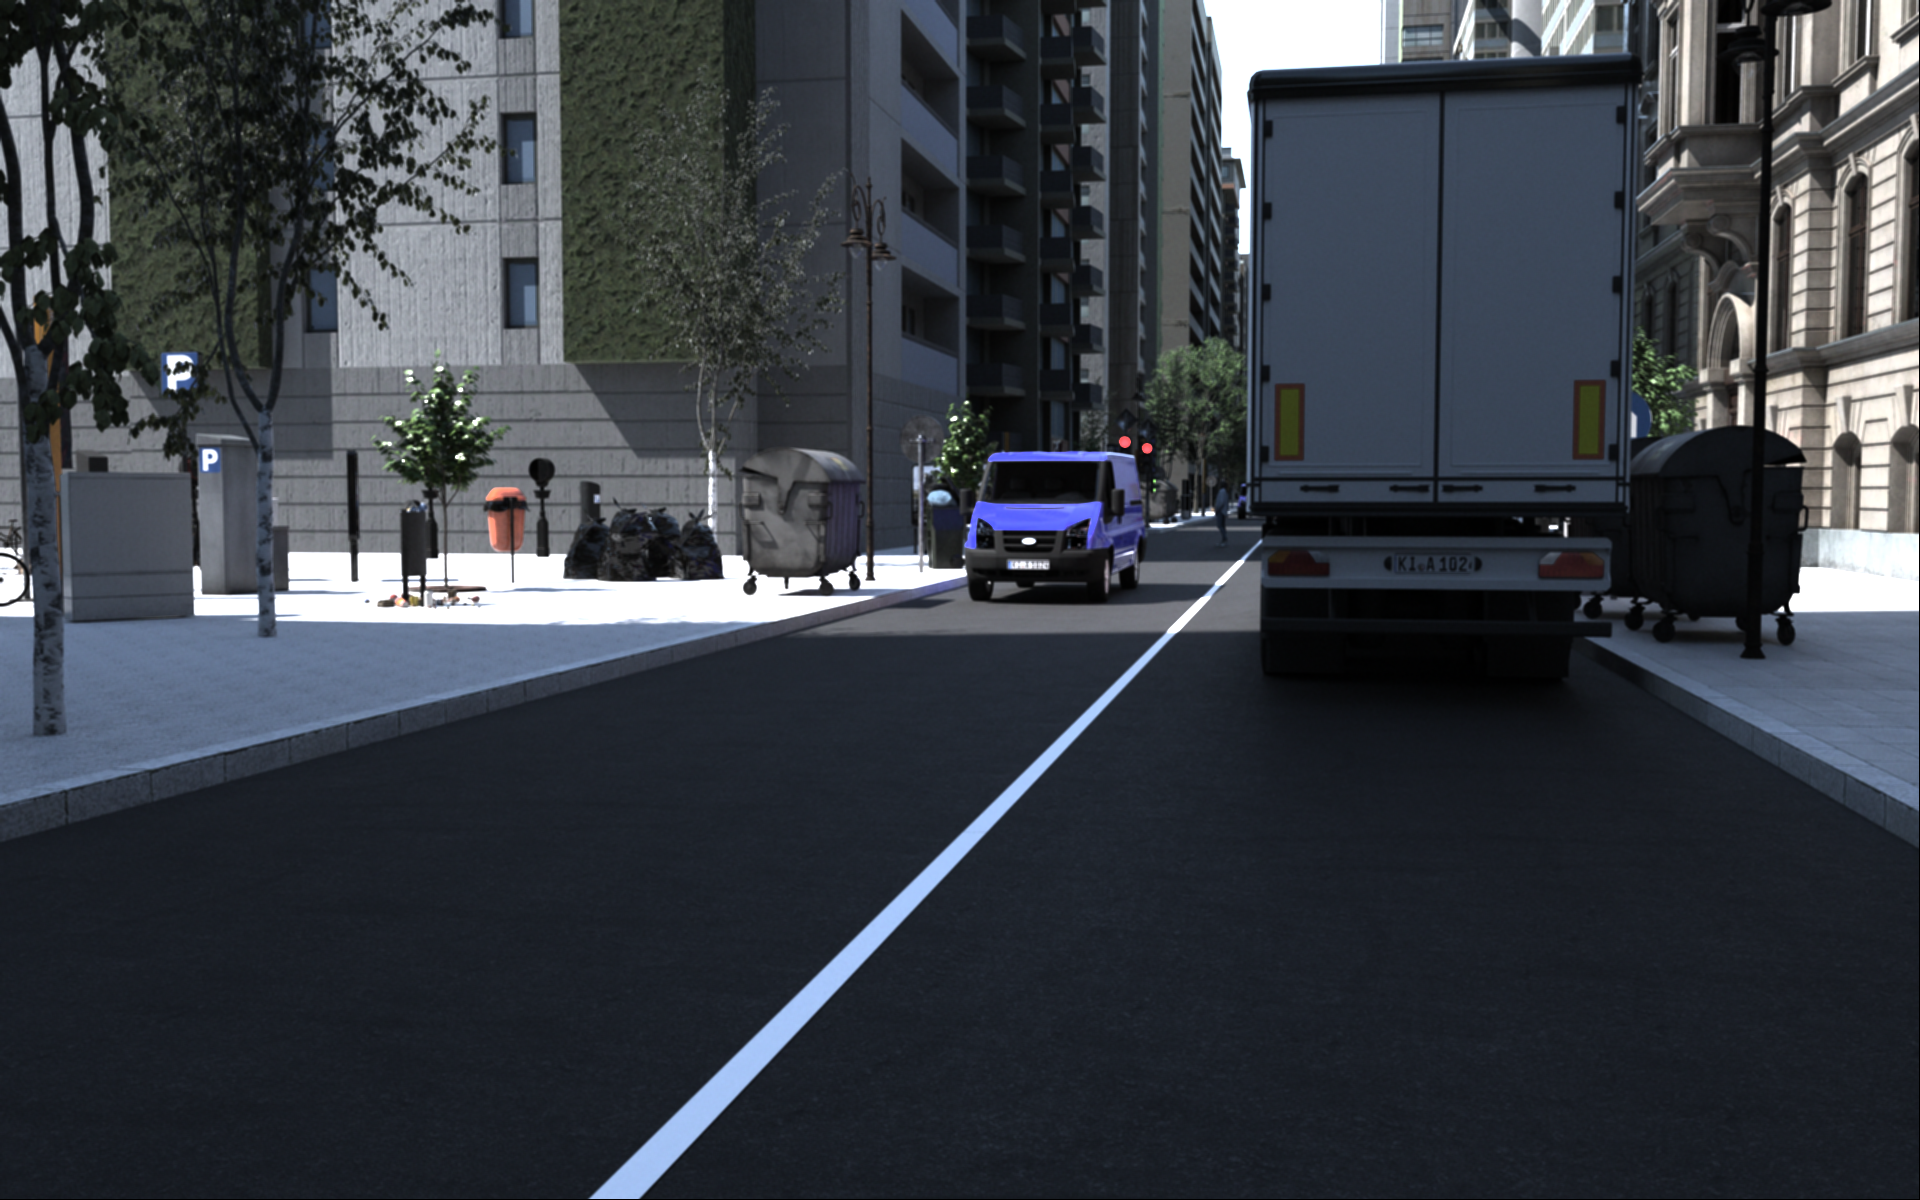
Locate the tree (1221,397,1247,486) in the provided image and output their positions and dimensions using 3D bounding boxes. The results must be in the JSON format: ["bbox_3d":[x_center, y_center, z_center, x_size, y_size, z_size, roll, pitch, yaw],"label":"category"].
[{"bbox_3d":[36.212,-18.762,213.410,9.857,13.997,8.962,0,3,0],"label":"tree"}]

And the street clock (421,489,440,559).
[{"bbox_3d":[-10.486,-1.820,34.324,0.358,2.002,0.471,2,4,35],"label":"street clock"}]

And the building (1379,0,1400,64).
[{"bbox_3d":[56.650,-39.678,190.740,21.231,58.520,28.212,1,4,11],"label":"building"}]

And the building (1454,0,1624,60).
[{"bbox_3d":[47.864,-26.221,120.586,32.217,40.220,23.993,1,4,11],"label":"building"}]

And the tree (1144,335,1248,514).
[{"bbox_3d":[15.523,-11.414,112.369,9.928,11.665,9.643,0,3,0],"label":"tree"}]

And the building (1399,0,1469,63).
[{"bbox_3d":[42.801,-28.021,141.737,14.154,41.232,14.086,1,4,11],"label":"building"}]

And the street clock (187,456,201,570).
[{"bbox_3d":[-12.693,-1.504,29.160,0.358,2.002,0.471,1,4,13],"label":"street clock"}]

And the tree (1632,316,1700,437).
[{"bbox_3d":[10.515,-2.773,29.050,4.285,4.588,4.351,0,3,0],"label":"tree"}]

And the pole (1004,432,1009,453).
[{"bbox_3d":[1.538,-3.857,56.898,0.158,3.312,0.155,0,3,0],"label":"pole"}]

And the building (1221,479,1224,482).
[{"bbox_3d":[13.624,-30.849,196.268,32.217,40.220,23.993,1,4,11],"label":"building"}]

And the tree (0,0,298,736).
[{"bbox_3d":[-4.983,-3.574,8.797,4.737,8.622,4.395,0,3,0],"label":"tree"}]

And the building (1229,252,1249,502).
[{"bbox_3d":[40.867,-36.918,287.200,14.154,41.232,14.086,1,4,11],"label":"building"}]

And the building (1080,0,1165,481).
[{"bbox_3d":[7.311,-27.131,127.192,14.154,41.232,14.086,1,4,11],"label":"building"}]

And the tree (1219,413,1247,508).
[{"bbox_3d":[20.173,-11.212,133.683,4.360,8.622,3.978,0,3,0],"label":"tree"}]

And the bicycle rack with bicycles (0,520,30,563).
[{"bbox_3d":[-18.747,-1.324,35.029,2.852,0.926,2.925,1,4,13],"label":"bicycle rack with bicycles"}]

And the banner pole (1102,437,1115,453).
[{"bbox_3d":[6.486,-5.266,76.123,0.401,3.779,0.863,-3,5,-43],"label":"banner pole"}]

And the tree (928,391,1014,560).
[{"bbox_3d":[0.240,-2.319,32.520,1.663,3.219,1.824,0,3,0],"label":"tree"}]

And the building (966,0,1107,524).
[{"bbox_3d":[-4.586,-26.374,85.840,22.147,44.769,28.867,1,4,11],"label":"building"}]

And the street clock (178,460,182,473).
[{"bbox_3d":[-14.605,-1.741,33.034,0.471,2.002,0.358,-3,5,-40],"label":"street clock"}]

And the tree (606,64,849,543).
[{"bbox_3d":[-4.207,-4.924,30.872,4.360,8.622,3.978,0,3,0],"label":"tree"}]

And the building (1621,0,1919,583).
[{"bbox_3d":[20.834,-13.068,32.745,14.460,24.649,34.723,1,4,11],"label":"building"}]

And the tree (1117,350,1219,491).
[{"bbox_3d":[10.786,-8.522,89.696,4.360,8.622,3.978,0,3,0],"label":"tree"}]

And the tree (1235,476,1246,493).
[{"bbox_3d":[30.365,-11.731,186.409,1.663,3.219,1.824,0,3,0],"label":"tree"}]

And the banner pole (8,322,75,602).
[{"bbox_3d":[-11.035,-1.882,20.793,0.401,3.779,0.863,2,4,30],"label":"banner pole"}]

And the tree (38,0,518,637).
[{"bbox_3d":[-6.216,-3.989,15.590,4.360,8.622,3.978,0,3,0],"label":"tree"}]

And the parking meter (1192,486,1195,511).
[{"bbox_3d":[17.699,-7.649,130.780,0.255,1.863,0.399,1,4,12],"label":"parking meter"}]

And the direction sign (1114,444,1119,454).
[{"bbox_3d":[6.949,-5.315,78.905,0.379,3.537,0.876,3,5,42],"label":"direction sign"}]

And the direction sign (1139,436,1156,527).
[{"bbox_3d":[7.269,-4.604,67.270,0.876,3.537,0.379,-3,4,-39],"label":"direction sign"}]

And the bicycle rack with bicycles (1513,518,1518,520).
[{"bbox_3d":[29.938,-5.179,98.060,2.852,0.926,2.925,1,4,15],"label":"bicycle rack with bicycles"}]

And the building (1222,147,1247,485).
[{"bbox_3d":[29.255,-41.515,268.006,28.713,52.752,27.495,1,4,11],"label":"building"}]

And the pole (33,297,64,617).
[{"bbox_3d":[-9.460,-1.478,18.005,0.158,3.312,0.155,0,3,0],"label":"pole"}]

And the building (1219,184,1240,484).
[{"bbox_3d":[27.101,-35.802,239.993,22.147,44.769,28.867,1,4,11],"label":"building"}]

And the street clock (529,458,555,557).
[{"bbox_3d":[-8.476,-1.870,35.147,0.471,2.002,0.358,1,4,18],"label":"street clock"}]

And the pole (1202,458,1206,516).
[{"bbox_3d":[13.966,-6.446,99.240,0.158,3.312,0.155,0,3,0],"label":"pole"}]

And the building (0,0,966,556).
[{"bbox_3d":[-14.435,-30.834,46.143,28.212,58.520,21.231,1,4,11],"label":"building"}]

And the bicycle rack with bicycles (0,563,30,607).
[{"bbox_3d":[-11.687,-0.303,18.337,2.925,0.926,2.852,-1,4,-19],"label":"bicycle rack with bicycles"}]

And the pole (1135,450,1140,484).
[{"bbox_3d":[8.222,-5.286,80.275,0.158,3.312,0.155,0,3,0],"label":"pole"}]

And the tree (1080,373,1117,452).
[{"bbox_3d":[7.620,-9.374,103.631,4.360,8.622,3.978,0,3,0],"label":"tree"}]

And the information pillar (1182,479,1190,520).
[{"bbox_3d":[11.340,-5.042,86.921,0.304,2.012,0.304,-1,4,-22],"label":"information pillar"}]

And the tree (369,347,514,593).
[{"bbox_3d":[-6.877,-1.736,22.984,1.663,3.219,1.824,0,3,0],"label":"tree"}]

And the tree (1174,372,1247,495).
[{"bbox_3d":[18.982,-11.651,124.899,7.601,10.594,8.767,0,4,-2],"label":"tree"}]

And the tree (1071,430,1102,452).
[{"bbox_3d":[4.042,-3.523,52.200,1.663,3.219,1.824,0,3,0],"label":"tree"}]

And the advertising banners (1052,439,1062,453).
[{"bbox_3d":[2.654,-3.637,55.645,0.090,3.025,2.074,-2,4,-34],"label":"advertising banners"}]

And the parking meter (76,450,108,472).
[{"bbox_3d":[-11.422,-1.048,22.842,0.399,1.863,0.255,3,4,36],"label":"parking meter"}]

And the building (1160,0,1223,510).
[{"bbox_3d":[14.674,-33.545,172.157,21.300,48.544,21.600,1,4,11],"label":"building"}]
